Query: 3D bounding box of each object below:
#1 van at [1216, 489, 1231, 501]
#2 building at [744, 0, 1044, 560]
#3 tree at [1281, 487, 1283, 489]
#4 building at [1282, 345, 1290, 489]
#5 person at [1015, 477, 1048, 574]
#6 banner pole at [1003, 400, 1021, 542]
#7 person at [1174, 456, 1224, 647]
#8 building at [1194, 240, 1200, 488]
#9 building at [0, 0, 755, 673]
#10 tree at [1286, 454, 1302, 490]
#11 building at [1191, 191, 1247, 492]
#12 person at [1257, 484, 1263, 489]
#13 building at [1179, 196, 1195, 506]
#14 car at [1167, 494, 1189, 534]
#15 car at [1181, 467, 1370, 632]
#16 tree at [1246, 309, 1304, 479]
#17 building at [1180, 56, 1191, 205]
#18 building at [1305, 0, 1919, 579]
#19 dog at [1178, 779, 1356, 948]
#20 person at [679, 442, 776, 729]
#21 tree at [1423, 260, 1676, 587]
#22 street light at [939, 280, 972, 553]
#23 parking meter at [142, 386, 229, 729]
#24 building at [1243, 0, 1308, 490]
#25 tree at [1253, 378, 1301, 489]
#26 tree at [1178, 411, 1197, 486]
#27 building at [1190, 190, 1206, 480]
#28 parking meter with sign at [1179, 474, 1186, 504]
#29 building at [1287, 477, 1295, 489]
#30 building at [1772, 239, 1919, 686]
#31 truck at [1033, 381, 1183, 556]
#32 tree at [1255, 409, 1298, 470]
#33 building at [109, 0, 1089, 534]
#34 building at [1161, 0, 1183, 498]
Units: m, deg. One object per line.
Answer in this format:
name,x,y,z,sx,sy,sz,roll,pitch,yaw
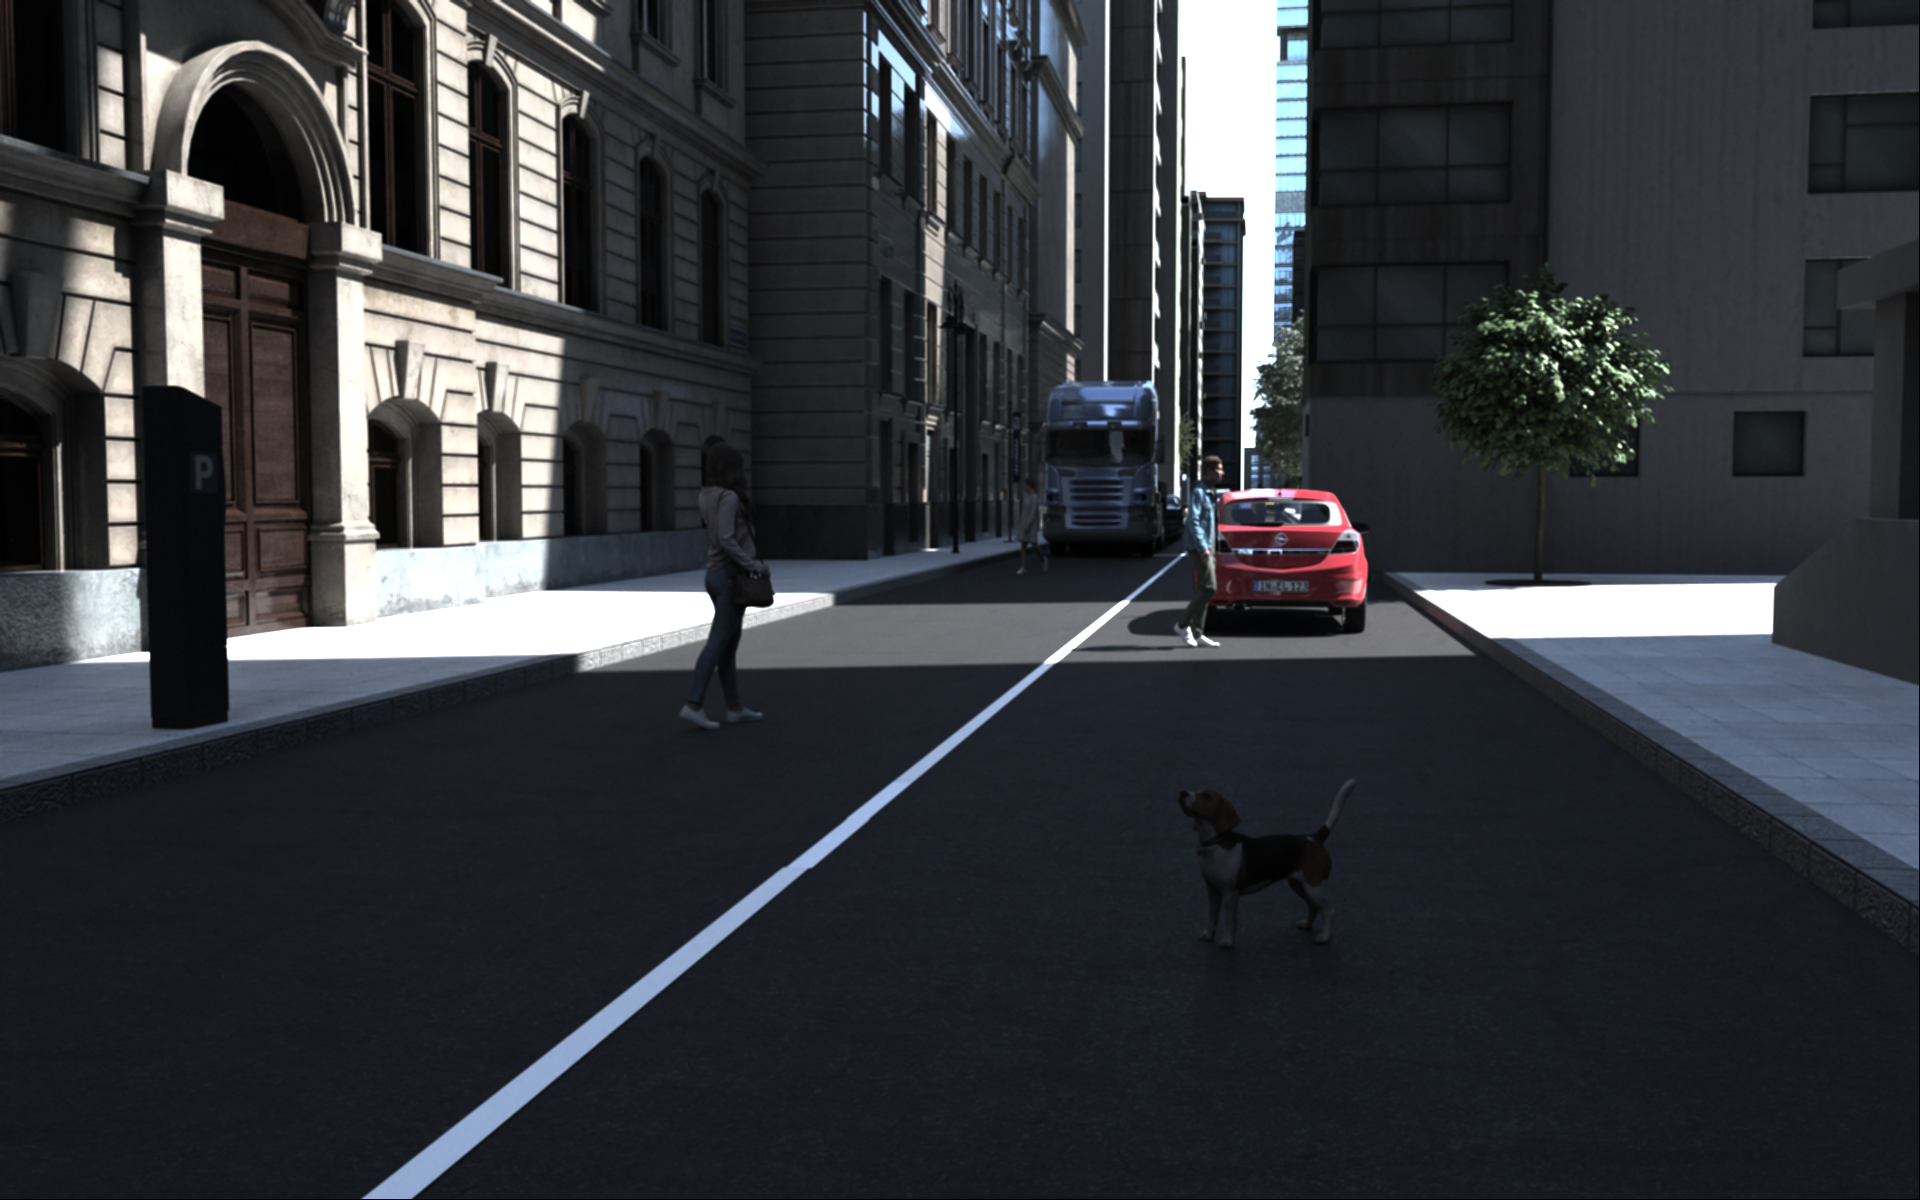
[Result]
van,21.331,-8.192,140.953,2.013,2.044,4.112,1,4,10
building,-5.291,-15.186,45.559,12.463,27.353,25.104,1,4,10
tree,43.032,-14.336,228.994,1.663,3.219,1.824,0,3,0
building,53.575,-22.366,210.721,27.650,21.520,28.899,1,4,10
person,1.274,-1.340,31.158,0.466,1.731,0.760,3,4,37
banner pole,1.443,-3.441,46.283,0.401,3.779,0.863,2,4,27
person,2.237,-0.447,16.158,0.444,1.785,0.601,2,4,29
building,18.922,-25.591,190.106,14.160,30.474,14.107,1,4,10
building,-11.788,-12.038,15.906,14.460,24.649,34.723,1,4,10
tree,24.684,-8.458,122.007,4.285,4.588,4.351,0,3,0
building,26.206,-36.297,248.074,28.867,44.769,22.147,1,4,10
person,11.106,-3.384,63.932,0.767,1.812,0.694,1,4,13
building,14.248,-23.881,162.154,14.160,30.474,14.107,1,4,10
car,7.416,-3.202,64.155,2.131,1.459,4.920,1,4,10
car,3.569,-0.644,19.564,2.155,1.783,4.494,1,4,9
tree,22.947,-12.633,113.198,9.857,13.997,8.962,0,3,0
building,16.087,-32.147,175.720,14.600,45.320,14.200,1,4,10
building,13.816,-15.994,33.197,14.160,30.474,14.107,1,4,10
dog,0.984,0.841,5.540,0.406,0.507,0.540,2,4,31
person,-1.486,-0.100,10.726,0.643,1.750,0.593,-2,4,-29
tree,8.202,-2.487,24.379,4.285,4.588,4.351,0,3,0
street light,-0.093,-3.958,37.505,0.468,5.910,1.993,1,4,10
parking meter,-4.279,-0.237,9.589,0.255,1.863,0.399,1,4,12
building,55.821,-56.864,242.397,31.000,86.520,22.319,1,4,10
tree,28.169,-13.340,143.872,9.928,11.665,9.643,0,3,0
tree,18.264,-12.056,147.478,4.737,8.622,4.395,0,3,0
building,18.116,-31.947,214.220,23.993,40.220,32.217,1,4,10
parking meter with sign,19.236,-9.639,153.861,0.543,3.016,1.738,-3,5,-44
building,48.690,-29.238,169.918,32.217,40.220,23.993,1,4,10
building,21.699,-19.099,4.153,32.217,40.220,23.993,1,4,10
truck,4.479,-3.505,47.068,2.967,4.110,18.799,1,4,10
tree,30.351,-13.398,153.469,8.767,10.594,7.601,-1,4,-10
building,-12.802,-15.233,68.147,34.723,24.649,14.460,1,4,10
building,3.697,-24.633,86.350,14.154,41.232,14.086,1,4,10
